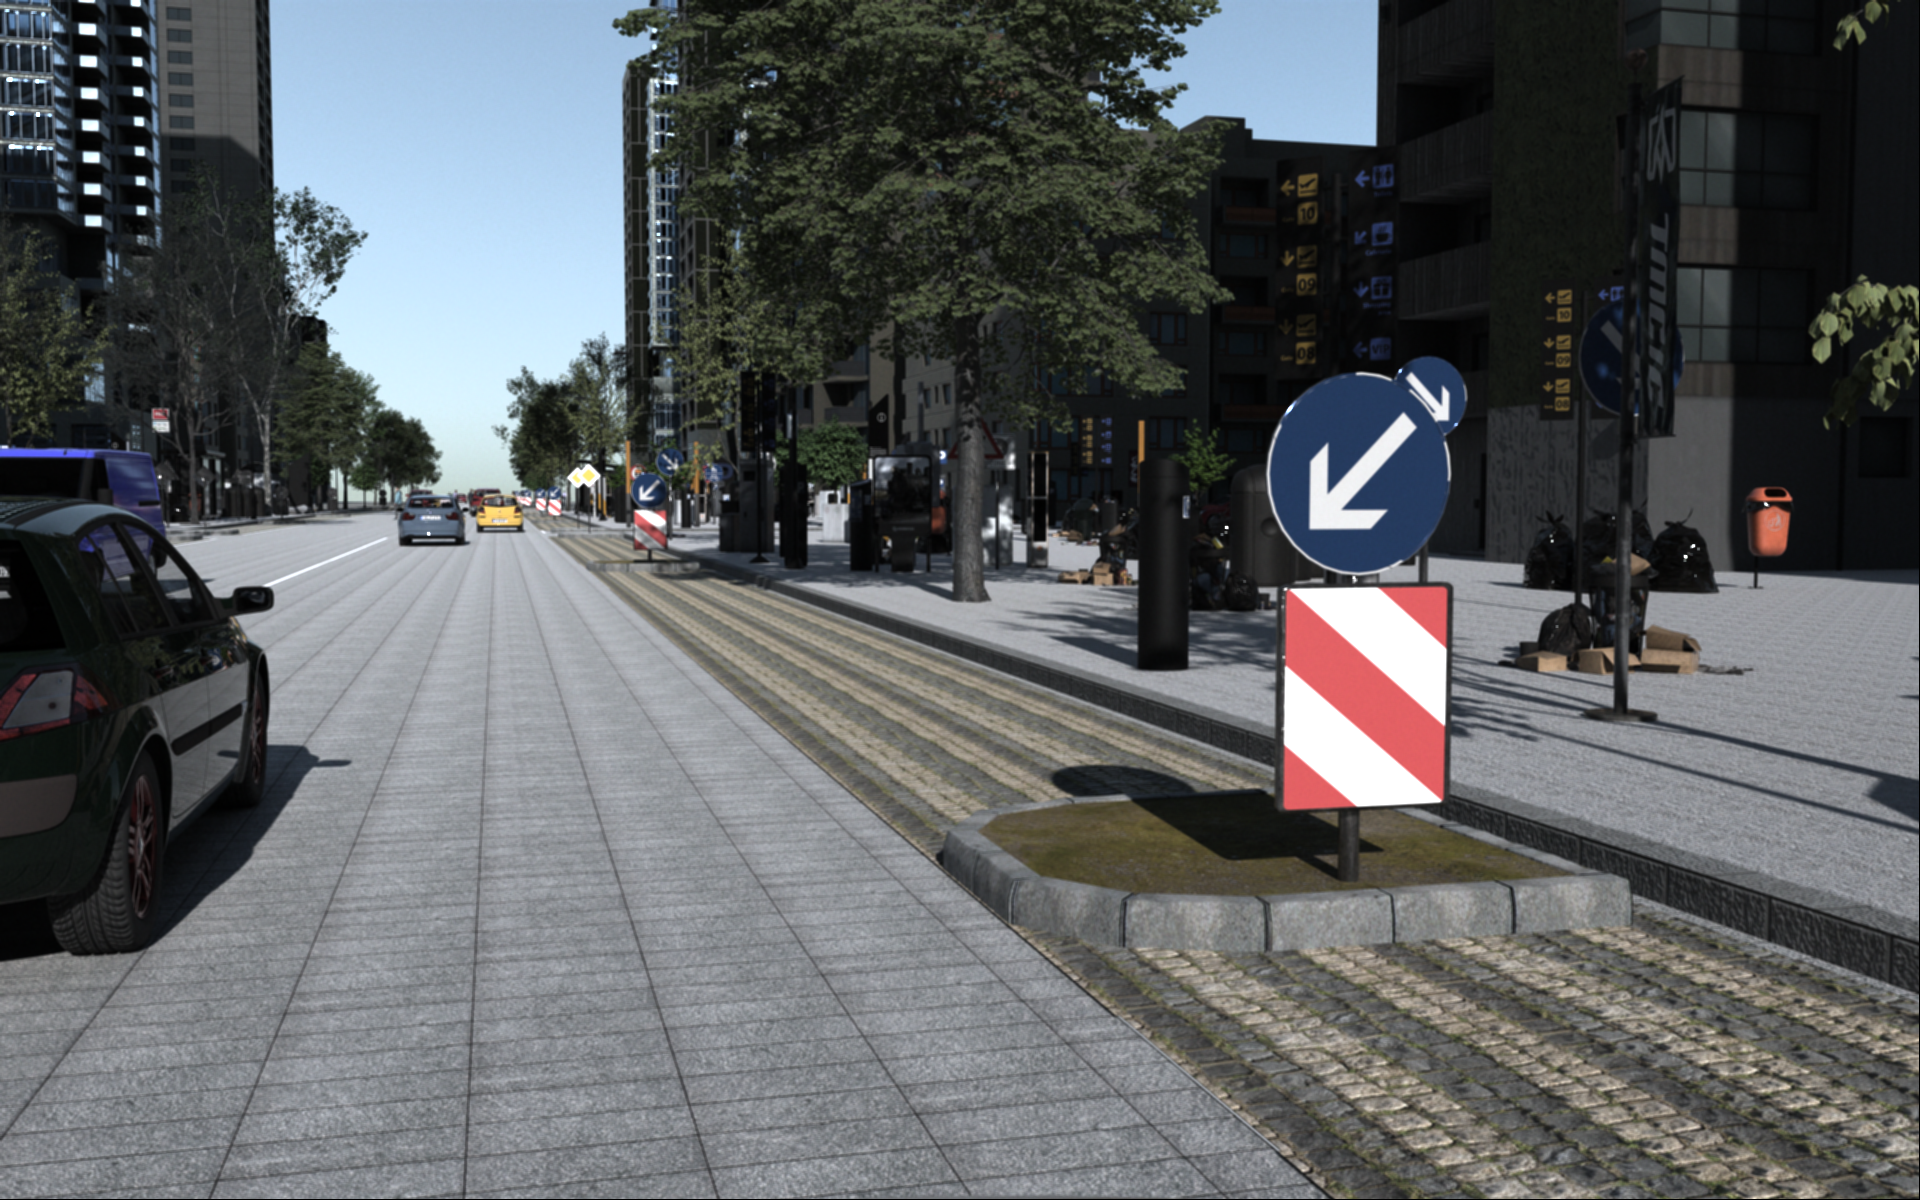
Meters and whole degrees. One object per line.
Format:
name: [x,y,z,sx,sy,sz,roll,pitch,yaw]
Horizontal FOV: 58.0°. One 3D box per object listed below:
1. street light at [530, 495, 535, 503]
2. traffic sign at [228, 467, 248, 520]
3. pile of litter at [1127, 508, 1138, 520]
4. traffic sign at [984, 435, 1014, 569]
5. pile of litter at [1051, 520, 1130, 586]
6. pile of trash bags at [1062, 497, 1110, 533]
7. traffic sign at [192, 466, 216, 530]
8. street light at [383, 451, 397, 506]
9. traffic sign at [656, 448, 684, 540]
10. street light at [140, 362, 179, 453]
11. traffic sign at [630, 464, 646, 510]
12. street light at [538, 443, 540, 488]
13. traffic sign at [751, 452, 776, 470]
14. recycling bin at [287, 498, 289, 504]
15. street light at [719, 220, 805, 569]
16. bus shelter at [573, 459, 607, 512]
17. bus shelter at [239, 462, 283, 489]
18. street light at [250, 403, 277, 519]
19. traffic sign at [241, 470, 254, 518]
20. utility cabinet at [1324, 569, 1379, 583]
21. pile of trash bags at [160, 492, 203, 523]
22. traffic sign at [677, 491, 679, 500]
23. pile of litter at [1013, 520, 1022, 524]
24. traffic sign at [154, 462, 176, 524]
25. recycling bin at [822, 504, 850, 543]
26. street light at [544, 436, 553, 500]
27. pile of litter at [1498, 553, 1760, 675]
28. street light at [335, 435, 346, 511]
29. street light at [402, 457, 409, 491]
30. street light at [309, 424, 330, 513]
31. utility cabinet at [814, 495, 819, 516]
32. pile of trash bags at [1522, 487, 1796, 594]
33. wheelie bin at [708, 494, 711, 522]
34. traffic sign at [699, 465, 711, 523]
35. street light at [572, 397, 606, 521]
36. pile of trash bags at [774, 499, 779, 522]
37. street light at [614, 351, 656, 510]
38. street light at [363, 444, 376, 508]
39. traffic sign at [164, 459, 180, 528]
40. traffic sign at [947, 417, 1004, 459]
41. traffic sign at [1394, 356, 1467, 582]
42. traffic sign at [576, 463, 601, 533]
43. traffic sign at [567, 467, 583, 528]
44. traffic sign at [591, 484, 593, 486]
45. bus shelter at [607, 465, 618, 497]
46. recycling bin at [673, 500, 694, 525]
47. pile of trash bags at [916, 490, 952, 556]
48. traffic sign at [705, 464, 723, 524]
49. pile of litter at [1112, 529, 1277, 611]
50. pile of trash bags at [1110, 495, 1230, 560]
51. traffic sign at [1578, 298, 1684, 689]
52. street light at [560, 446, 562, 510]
street light: [-44.815,-12.951,184.290,1.470,5.913,1.316,-1,4,-15]
traffic sign: [-35.074,-5.148,84.167,0.884,2.594,0.081,-1,4,-14]
pile of litter: [5.630,-2.424,53.595,1.176,0.858,1.719,1,4,19]
traffic sign: [0.632,-1.668,29.394,0.606,2.300,0.079,-1,4,-12]
pile of litter: [1.995,-0.663,24.807,1.176,0.858,1.719,0,4,-4]
pile of trash bags: [5.178,-2.913,57.372,3.447,1.369,1.912,-1,4,-15]
traffic sign: [-26.692,-3.521,61.212,0.795,2.450,0.064,-1,4,-15]
street light: [-62.019,-13.182,188.064,1.470,5.913,1.316,-1,4,-15]
traffic sign: [-8.039,-2.934,48.082,0.768,2.556,0.104,-1,4,-13]
street light: [-28.095,-5.397,60.776,1.470,5.913,1.316,-1,4,-15]
traffic sign: [-13.843,-4.553,74.554,0.768,2.556,0.104,-1,4,-13]
street light: [-37.669,-11.318,157.588,1.470,5.913,1.316,-1,4,-15]
traffic sign: [-5.751,-3.091,50.647,0.768,2.556,0.104,0,4,-8]
recycling bin: [-43.042,-6.089,112.107,0.722,1.027,0.722,-3,5,-43]
street light: [-3.346,-3.472,29.312,1.470,5.913,1.316,-1,4,-15]
bus shelter: [-25.814,-7.891,120.296,1.731,3.624,6.357,-1,4,-15]
bus shelter: [-45.126,-7.216,111.905,2.014,3.302,5.546,-1,4,-15]
street light: [-35.479,-7.076,88.232,1.470,5.913,1.316,-1,4,-15]
traffic sign: [-37.419,-5.553,90.892,0.768,2.556,0.104,0,4,-5]
utility cabinet: [3.196,-0.182,14.145,0.306,1.237,1.020,0,4,3]
pile of trash bags: [-35.284,-4.143,77.483,1.912,1.369,3.447,1,4,19]
traffic sign: [-14.857,-5.571,91.195,0.768,2.556,0.104,-1,4,-11]
pile of litter: [1.950,-3.680,74.132,1.176,0.858,1.719,-2,4,-31]
traffic sign: [-24.630,-3.049,53.497,0.795,2.450,0.064,-1,4,-15]
recycling bin: [-3.169,-2.047,46.020,0.722,1.027,0.722,2,4,33]
street light: [-32.181,-10.072,137.211,1.470,5.913,1.316,-1,4,-15]
pile of litter: [4.881,0.079,12.672,1.719,0.858,1.176,2,4,31]
street light: [-47.887,-9.913,134.619,1.470,5.913,1.316,-1,4,-15]
street light: [-69.584,-14.873,215.713,1.470,5.913,1.316,-1,4,-15]
street light: [-42.713,-8.743,115.483,1.470,5.913,1.316,-1,4,-15]
utility cabinet: [-8.179,-5.625,103.133,1.020,1.237,0.306,-2,4,-31]
pile of trash bags: [9.444,-0.820,23.159,3.447,1.369,1.912,0,4,-5]
wheelie bin: [-11.813,-4.382,79.558,0.693,1.594,0.980,0,4,-1]
traffic sign: [-11.305,-4.722,77.310,0.768,2.556,0.104,-1,4,-14]
street light: [-17.777,-6.765,83.155,1.470,5.913,1.316,-1,4,-15]
pile of trash bags: [-8.389,-4.300,80.064,1.912,1.369,3.447,-1,4,-23]
street light: [-10.559,-5.138,56.547,1.470,5.913,1.316,-1,4,-15]
street light: [-54.941,-11.548,161.345,1.470,5.913,1.316,-1,4,-15]
traffic sign: [-29.680,-3.966,64.848,0.884,2.594,0.081,0,4,-8]
traffic sign: [0.230,-1.610,26.333,0.884,2.594,0.081,-1,4,-12]
traffic sign: [4.319,-0.978,16.100,0.768,2.556,0.104,-1,4,-12]
traffic sign: [-12.166,-3.251,56.795,0.795,2.450,0.064,-1,4,-15]
traffic sign: [-14.228,-3.723,64.510,0.795,2.450,0.064,-1,4,-15]
traffic sign: [-24.311,-7.047,115.224,0.884,2.594,0.081,0,4,-7]
bus shelter: [-27.480,-8.834,135.718,1.731,3.624,6.357,-1,4,-15]
recycling bin: [-12.118,-3.878,75.967,0.722,1.027,0.722,1,4,11]
pile of trash bags: [-0.175,-1.700,37.550,1.912,1.369,3.447,1,4,12]
traffic sign: [-10.400,-4.475,73.276,0.768,2.556,0.104,-1,4,-9]
pile of litter: [2.706,-0.328,19.336,1.719,0.858,1.176,1,4,19]
pile of trash bags: [4.973,-1.489,34.102,3.447,1.369,1.912,-1,4,-21]
traffic sign: [4.348,-0.687,11.334,0.768,2.556,0.104,-1,4,-13]
street light: [-24.903,-8.399,109.862,1.470,5.913,1.316,-1,4,-15]
